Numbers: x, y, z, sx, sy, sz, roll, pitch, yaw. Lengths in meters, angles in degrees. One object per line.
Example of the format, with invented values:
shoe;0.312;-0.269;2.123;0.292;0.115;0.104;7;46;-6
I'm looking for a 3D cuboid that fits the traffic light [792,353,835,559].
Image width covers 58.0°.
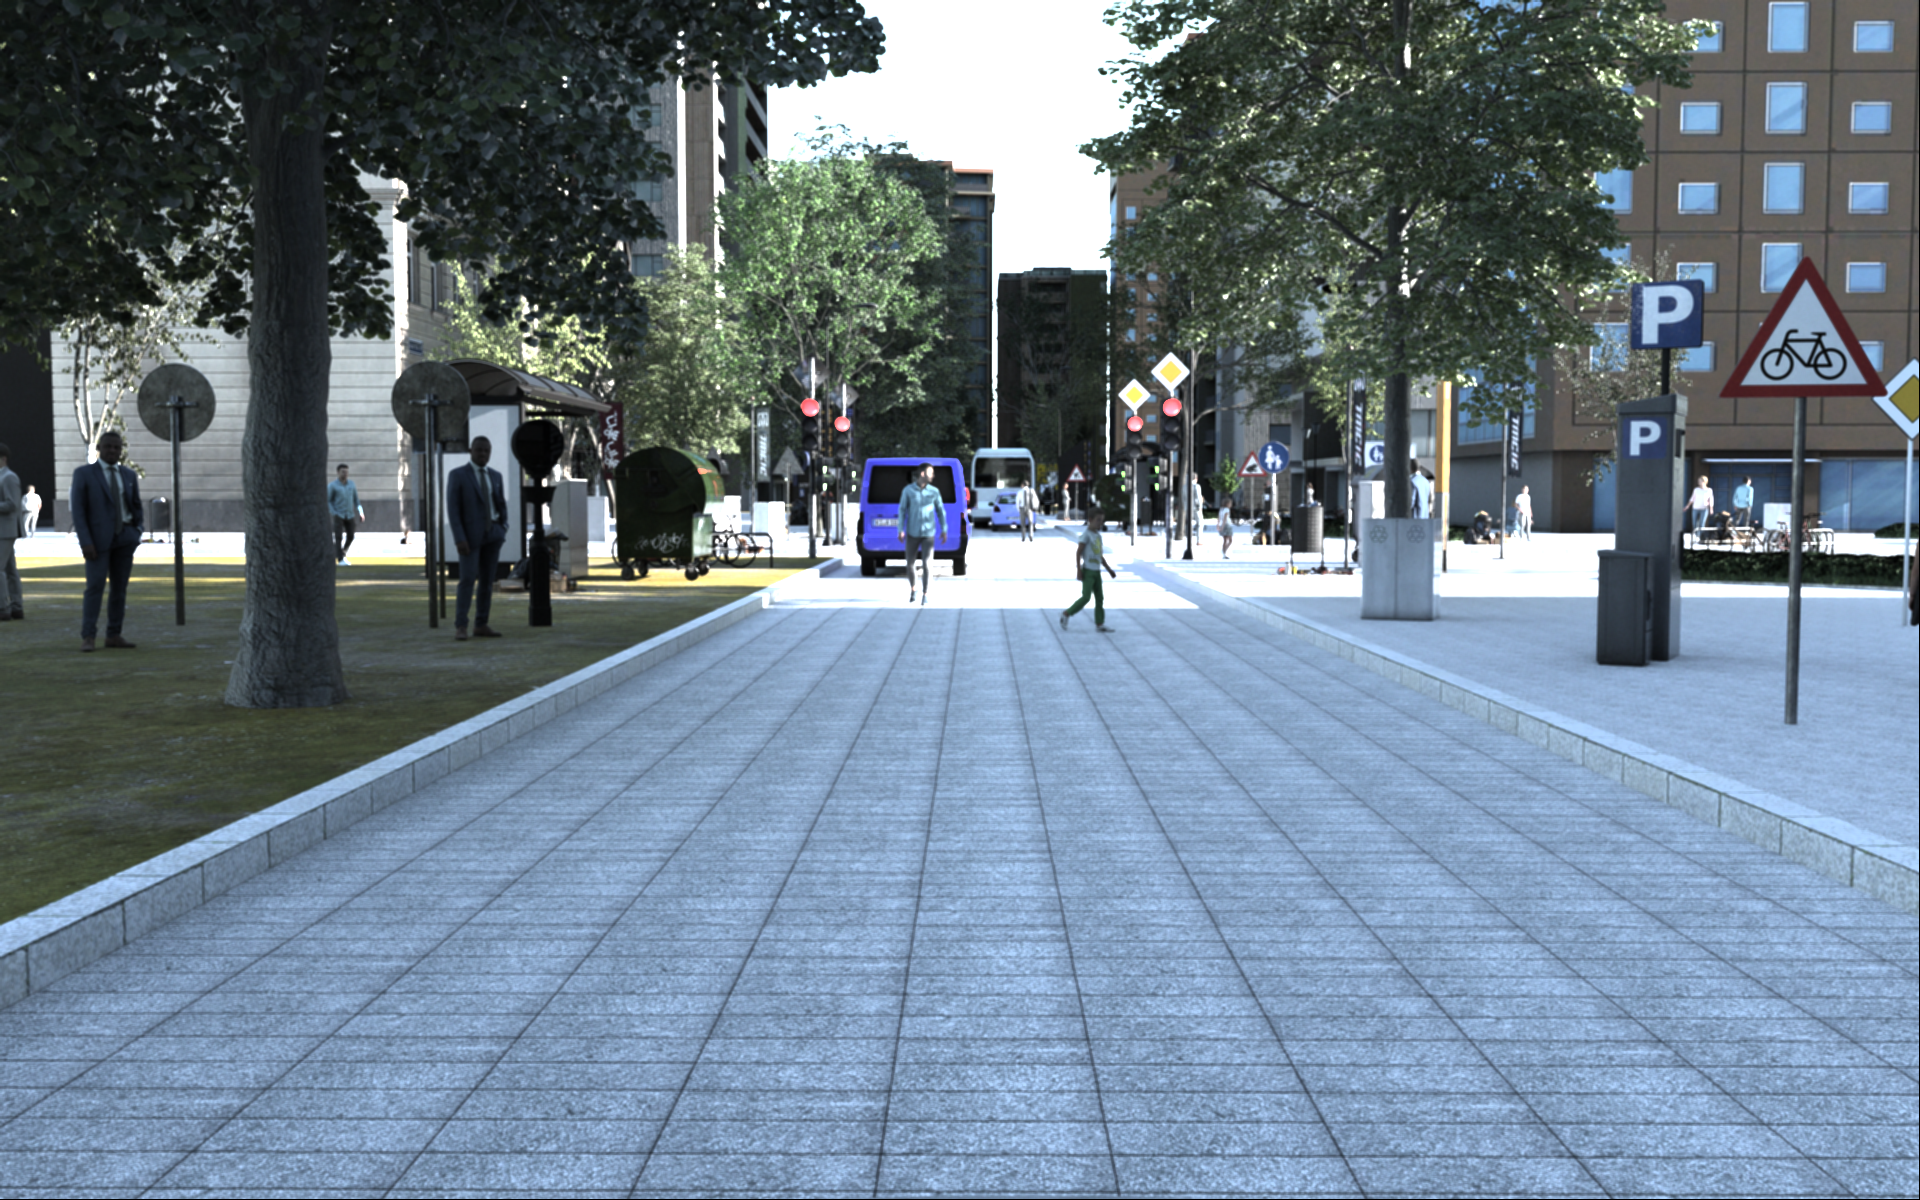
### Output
traffic light;-2.920;-2.781;34.394;0.839;4.253;0.868;0;4;1

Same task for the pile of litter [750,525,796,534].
pile of litter;-6.006;-2.532;55.362;1.719;0.858;1.176;-1;4;-22

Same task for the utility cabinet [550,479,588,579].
utility cabinet;-5.930;-1.075;26.257;0.318;1.500;1.173;0;4;0

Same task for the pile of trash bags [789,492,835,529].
pile of trash bags;-5.408;-3.724;70.642;3.447;1.369;1.912;1;4;20

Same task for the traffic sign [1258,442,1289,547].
traffic sign;7.637;-2.579;42.267;0.768;2.556;0.104;0;4;1

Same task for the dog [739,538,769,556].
dog;-4.392;-1.069;36.772;0.406;0.507;0.540;3;5;41

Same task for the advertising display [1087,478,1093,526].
advertising display;5.268;-3.982;70.312;0.123;1.923;0.974;0;4;-2

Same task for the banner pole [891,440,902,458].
banner pole;-2.702;-5.124;73.798;0.863;3.779;0.401;-3;4;-36

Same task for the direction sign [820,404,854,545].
direction sign;-3.108;-3.170;43.834;0.876;3.537;0.379;1;4;11

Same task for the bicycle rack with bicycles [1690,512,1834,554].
bicycle rack with bicycles;15.705;-1.227;33.446;2.925;0.926;2.852;-2;4;-25

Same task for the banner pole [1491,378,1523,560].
banner pole;10.703;-2.671;33.687;0.401;3.779;0.863;-1;4;-15

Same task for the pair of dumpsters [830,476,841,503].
pair of dumpsters;-5.665;-4.901;82.619;1.574;2.255;4.437;0;4;1

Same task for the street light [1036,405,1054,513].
street light;4.633;-7.199;90.250;1.470;5.913;1.316;0;4;1

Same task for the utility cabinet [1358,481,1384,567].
utility cabinet;7.436;-1.325;30.349;1.173;1.500;0.318;-3;5;-45

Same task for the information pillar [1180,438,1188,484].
information pillar;9.342;-4.929;71.938;0.183;3.616;0.504;-3;5;-40

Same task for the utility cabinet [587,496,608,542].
utility cabinet;-9.990;-2.164;46.545;1.020;1.237;0.306;0;4;4

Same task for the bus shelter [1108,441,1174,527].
bus shelter;7.205;-4.595;69.046;2.014;3.302;5.546;0;4;1

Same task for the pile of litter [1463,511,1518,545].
pile of litter;13.531;-1.841;44.064;1.719;0.858;1.176;-1;4;-21

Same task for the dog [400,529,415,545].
dog;-13.943;-1.597;43.851;0.550;0.427;0.748;0;4;7

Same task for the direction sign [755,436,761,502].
direction sign;-7.708;-4.564;66.617;0.379;3.537;0.876;1;4;13

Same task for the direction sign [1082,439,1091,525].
direction sign;5.256;-4.883;71.840;0.379;3.537;0.876;1;4;23

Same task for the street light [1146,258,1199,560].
street light;3.930;-3.733;33.579;1.470;5.913;1.316;0;4;1

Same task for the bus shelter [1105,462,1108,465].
bus shelter;8.354;-5.611;85.666;2.014;3.302;5.546;0;4;1

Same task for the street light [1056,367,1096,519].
street light;4.367;-5.551;63.303;1.470;5.913;1.316;0;4;1

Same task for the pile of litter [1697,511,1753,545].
pile of litter;19.420;-1.816;43.652;1.719;0.858;1.176;0;4;5

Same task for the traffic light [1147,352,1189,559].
traffic light;4.141;-2.778;34.334;0.839;4.253;0.868;0;4;1

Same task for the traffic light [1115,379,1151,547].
traffic light;4.227;-3.266;42.318;0.839;4.253;0.868;0;4;1

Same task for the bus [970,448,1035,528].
bus;1.842;-4.975;76.202;2.948;3.499;13.247;0;4;1

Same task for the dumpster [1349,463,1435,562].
dumpster;7.998;-1.608;32.045;1.264;1.857;1.865;0;4;0

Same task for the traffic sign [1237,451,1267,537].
traffic sign;8.746;-3.172;51.869;0.884;2.594;0.081;1;4;10

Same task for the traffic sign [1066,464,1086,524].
traffic sign;4.970;-4.520;73.902;0.884;2.594;0.081;0;4;5

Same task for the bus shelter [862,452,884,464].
bus shelter;-3.668;-5.590;85.324;2.014;3.302;5.546;0;4;1

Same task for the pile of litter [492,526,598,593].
pile of litter;-5.595;-0.543;22.841;1.719;0.858;1.176;3;4;38

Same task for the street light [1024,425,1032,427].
street light;4.919;-8.843;117.131;1.470;5.913;1.316;0;4;1

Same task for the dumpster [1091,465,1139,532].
dumpster;5.323;-3.490;59.559;1.502;2.255;1.985;0;4;0

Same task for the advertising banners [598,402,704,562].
advertising banners;-5.861;-2.237;32.758;2.074;3.025;0.090;0;4;8

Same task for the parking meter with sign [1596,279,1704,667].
parking meter with sign;5.382;-1.058;13.564;0.543;3.016;1.738;2;4;30

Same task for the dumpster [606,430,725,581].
dumpster;-4.453;-1.454;26.269;1.502;2.255;1.985;0;4;1

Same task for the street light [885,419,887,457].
street light;-2.421;-5.916;69.269;1.470;5.913;1.316;0;4;1

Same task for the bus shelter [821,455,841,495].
bus shelter;-6.711;-5.936;90.985;2.014;3.302;5.546;0;4;1

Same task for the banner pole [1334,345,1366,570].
banner pole;6.588;-2.381;28.953;0.401;3.779;0.863;-1;4;-13

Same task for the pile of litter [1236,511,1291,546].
pile of litter;7.844;-1.811;43.578;1.719;0.858;1.176;2;4;32

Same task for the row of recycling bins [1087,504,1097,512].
row of recycling bins;7.967;-5.306;93.868;3.534;1.692;1.069;0;4;7

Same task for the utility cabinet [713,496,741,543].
utility cabinet;-6.229;-2.085;45.249;1.020;1.237;0.306;-3;5;-42

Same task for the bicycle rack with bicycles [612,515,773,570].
bicycle rack with bicycles;-4.702;-1.039;30.367;2.925;0.926;2.852;-2;4;-32

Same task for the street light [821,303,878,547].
street light;-2.700;-4.265;42.268;1.470;5.913;1.316;0;4;1

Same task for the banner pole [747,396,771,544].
banner pole;-5.122;-3.309;44.127;0.863;3.779;0.401;3;4;38

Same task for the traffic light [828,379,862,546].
traffic light;-2.834;-3.270;42.378;0.839;4.253;0.868;0;4;1

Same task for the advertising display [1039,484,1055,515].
advertising display;5.305;-6.118;105.247;0.974;1.923;0.123;0;4;-7

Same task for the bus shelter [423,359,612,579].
bus shelter;-7.334;-2.126;28.686;2.014;3.302;5.546;0;4;1
